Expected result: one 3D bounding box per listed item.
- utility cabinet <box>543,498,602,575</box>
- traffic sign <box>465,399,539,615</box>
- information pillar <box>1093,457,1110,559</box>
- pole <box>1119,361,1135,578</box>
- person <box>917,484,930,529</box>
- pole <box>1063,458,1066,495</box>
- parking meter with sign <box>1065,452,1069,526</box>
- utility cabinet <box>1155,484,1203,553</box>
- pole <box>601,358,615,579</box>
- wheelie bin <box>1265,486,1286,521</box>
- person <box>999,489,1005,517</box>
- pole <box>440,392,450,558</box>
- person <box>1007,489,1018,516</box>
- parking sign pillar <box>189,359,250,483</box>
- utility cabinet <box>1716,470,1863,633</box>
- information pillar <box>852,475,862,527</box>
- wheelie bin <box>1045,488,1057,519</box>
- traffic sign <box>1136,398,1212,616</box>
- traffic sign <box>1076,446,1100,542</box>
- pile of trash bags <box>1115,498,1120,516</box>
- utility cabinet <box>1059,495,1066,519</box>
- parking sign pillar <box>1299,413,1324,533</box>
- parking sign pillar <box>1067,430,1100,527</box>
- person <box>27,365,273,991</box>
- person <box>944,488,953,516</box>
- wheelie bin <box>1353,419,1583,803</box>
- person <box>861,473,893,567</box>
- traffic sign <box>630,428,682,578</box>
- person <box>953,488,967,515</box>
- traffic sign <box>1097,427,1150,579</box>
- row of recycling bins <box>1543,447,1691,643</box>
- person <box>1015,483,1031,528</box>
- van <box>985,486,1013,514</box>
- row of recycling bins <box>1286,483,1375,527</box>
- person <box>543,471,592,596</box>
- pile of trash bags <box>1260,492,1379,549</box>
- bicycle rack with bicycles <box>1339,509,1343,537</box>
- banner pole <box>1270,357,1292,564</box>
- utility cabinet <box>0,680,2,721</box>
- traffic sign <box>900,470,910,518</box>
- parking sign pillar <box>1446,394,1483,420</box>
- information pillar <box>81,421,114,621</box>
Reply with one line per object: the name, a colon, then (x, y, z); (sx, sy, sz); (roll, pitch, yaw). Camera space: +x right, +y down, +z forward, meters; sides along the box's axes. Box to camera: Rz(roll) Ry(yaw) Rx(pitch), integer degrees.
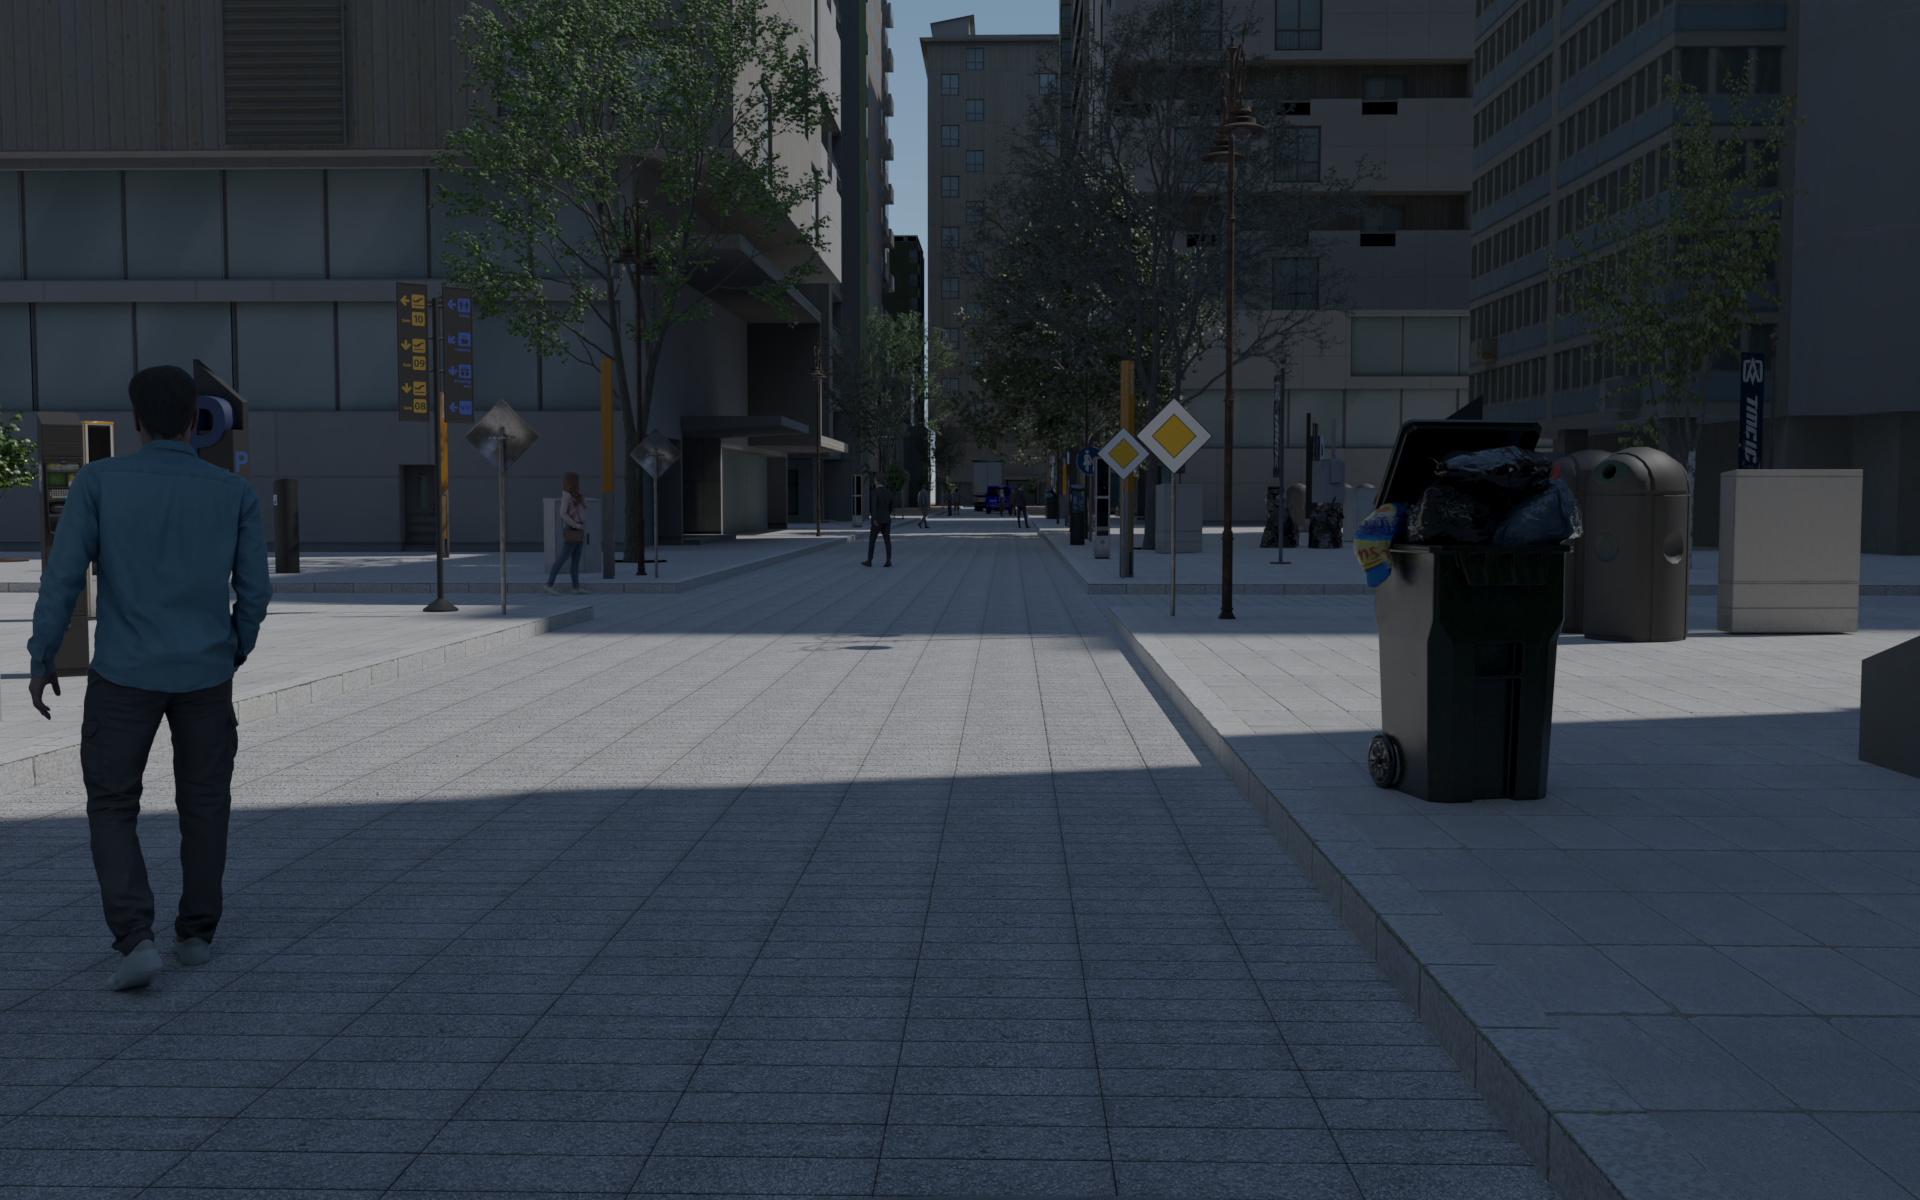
utility cabinet: (-6.259, -1.032, 28.033); (0.306, 1.237, 1.020); (2, 4, 33)
traffic sign: (-4.855, -0.902, 18.383); (0.795, 2.450, 0.064); (0, 4, 2)
information pillar: (2.806, -1.820, 34.244); (0.304, 2.012, 0.304); (0, 4, -1)
pole: (2.566, -2.003, 26.593); (0.158, 3.312, 0.155); (0, 3, 0)
person: (-1.486, -3.881, 72.048); (0.679, 1.850, 0.850); (3, 5, 41)
pole: (5.944, -6.405, 98.561); (0.158, 3.312, 0.155); (0, 3, 0)
parking meter with sign: (4.489, -4.519, 70.147); (0.543, 3.016, 1.738); (0, 4, 6)
utility cabinet: (4.733, -1.761, 37.477); (1.173, 1.500, 0.318); (-3, 5, -40)
pole: (-5.317, -1.976, 26.151); (0.158, 3.312, 0.155); (0, 3, 0)
wheelie bin: (12.474, -3.694, 68.311); (0.980, 1.594, 0.693); (1, 4, 20)
person: (2.731, -6.132, 109.481); (0.721, 1.736, 1.217); (0, 4, 3)
pole: (-10.377, -2.500, 34.725); (0.158, 3.312, 0.155); (0, 3, 0)
person: (3.412, -6.315, 112.299); (0.990, 1.755, 0.434); (3, 5, 39)
parking sign pillar: (-14.723, -2.804, 34.324); (1.447, 3.967, 1.447); (2, 4, 24)
utility cabinet: (7.604, -0.442, 15.902); (1.173, 1.500, 0.318); (0, 4, -2)
information pillar: (-3.951, -3.797, 66.568); (0.304, 2.012, 0.304); (-2, 4, -26)
wheelie bin: (4.670, -4.939, 88.655); (0.693, 1.594, 0.980); (0, 4, -2)
traffic sign: (2.236, -0.888, 18.162); (0.795, 2.450, 0.064); (0, 4, 2)
traffic sign: (3.497, -2.829, 46.367); (0.768, 2.556, 0.104); (0, 4, 8)
pile of trash bags: (10.649, -5.459, 99.010); (3.447, 1.369, 1.912); (0, 4, -6)
utility cabinet: (5.193, -4.852, 90.494); (1.020, 1.237, 0.306); (-2, 4, -24)
parking sign pillar: (11.903, -4.261, 58.139); (1.447, 3.967, 1.447); (1, 4, 19)
parking sign pillar: (4.882, -4.809, 67.094); (1.447, 3.967, 1.447); (2, 4, 34)
person: (-2.387, 0.206, 5.153); (0.660, 1.820, 0.620); (-3, 4, -37)
person: (-0.703, -6.378, 112.866); (0.705, 1.814, 1.350); (-1, 4, -23)
wheelie bin: (2.203, 0.030, 7.412); (0.980, 1.594, 0.693); (-1, 4, -12)
person: (-1.619, -1.573, 33.997); (0.659, 1.850, 0.755); (-3, 5, -41)
traffic sign: (-4.629, -1.390, 26.365); (0.795, 2.450, 0.064); (0, 4, 2)
person: (-0.218, -6.688, 117.852); (1.348, 1.824, 0.705); (1, 4, 18)
traffic sign: (2.462, -1.376, 26.144); (0.795, 2.450, 0.064); (0, 4, 2)
row of recycling bins: (5.791, -0.583, 16.646); (1.069, 1.692, 3.534); (-1, 4, -10)
person: (2.643, -4.003, 73.316); (0.648, 1.900, 0.474); (3, 5, 41)
van: (2.893, -7.481, 126.692); (2.240, 2.365, 5.245); (0, 4, 3)
row of recycling bins: (14.154, -3.593, 65.853); (3.534, 1.692, 1.069); (-1, 4, -11)
person: (-5.577, -0.946, 24.565); (0.643, 1.750, 0.593); (0, 4, -4)
pile of trash bags: (8.804, -1.927, 41.265); (3.447, 1.369, 1.912); (2, 4, 32)
bicycle rack with bicycles: (11.545, -2.262, 50.372); (2.852, 0.926, 2.925); (-1, 4, -18)
banner pole: (5.882, -2.566, 31.976); (0.401, 3.779, 0.863); (0, 4, -4)
utility cabinet: (-5.944, 0.086, 9.752); (1.020, 1.237, 0.306); (1, 4, 12)
traffic sign: (-2.962, -5.484, 89.762); (0.768, 2.556, 0.104); (0, 4, 4)
parking sign pillar: (13.490, -3.583, 47.062); (1.447, 3.967, 1.447); (1, 4, 13)
information pillar: (-8.830, -0.806, 17.665); (0.304, 2.012, 0.304); (3, 4, 36)
